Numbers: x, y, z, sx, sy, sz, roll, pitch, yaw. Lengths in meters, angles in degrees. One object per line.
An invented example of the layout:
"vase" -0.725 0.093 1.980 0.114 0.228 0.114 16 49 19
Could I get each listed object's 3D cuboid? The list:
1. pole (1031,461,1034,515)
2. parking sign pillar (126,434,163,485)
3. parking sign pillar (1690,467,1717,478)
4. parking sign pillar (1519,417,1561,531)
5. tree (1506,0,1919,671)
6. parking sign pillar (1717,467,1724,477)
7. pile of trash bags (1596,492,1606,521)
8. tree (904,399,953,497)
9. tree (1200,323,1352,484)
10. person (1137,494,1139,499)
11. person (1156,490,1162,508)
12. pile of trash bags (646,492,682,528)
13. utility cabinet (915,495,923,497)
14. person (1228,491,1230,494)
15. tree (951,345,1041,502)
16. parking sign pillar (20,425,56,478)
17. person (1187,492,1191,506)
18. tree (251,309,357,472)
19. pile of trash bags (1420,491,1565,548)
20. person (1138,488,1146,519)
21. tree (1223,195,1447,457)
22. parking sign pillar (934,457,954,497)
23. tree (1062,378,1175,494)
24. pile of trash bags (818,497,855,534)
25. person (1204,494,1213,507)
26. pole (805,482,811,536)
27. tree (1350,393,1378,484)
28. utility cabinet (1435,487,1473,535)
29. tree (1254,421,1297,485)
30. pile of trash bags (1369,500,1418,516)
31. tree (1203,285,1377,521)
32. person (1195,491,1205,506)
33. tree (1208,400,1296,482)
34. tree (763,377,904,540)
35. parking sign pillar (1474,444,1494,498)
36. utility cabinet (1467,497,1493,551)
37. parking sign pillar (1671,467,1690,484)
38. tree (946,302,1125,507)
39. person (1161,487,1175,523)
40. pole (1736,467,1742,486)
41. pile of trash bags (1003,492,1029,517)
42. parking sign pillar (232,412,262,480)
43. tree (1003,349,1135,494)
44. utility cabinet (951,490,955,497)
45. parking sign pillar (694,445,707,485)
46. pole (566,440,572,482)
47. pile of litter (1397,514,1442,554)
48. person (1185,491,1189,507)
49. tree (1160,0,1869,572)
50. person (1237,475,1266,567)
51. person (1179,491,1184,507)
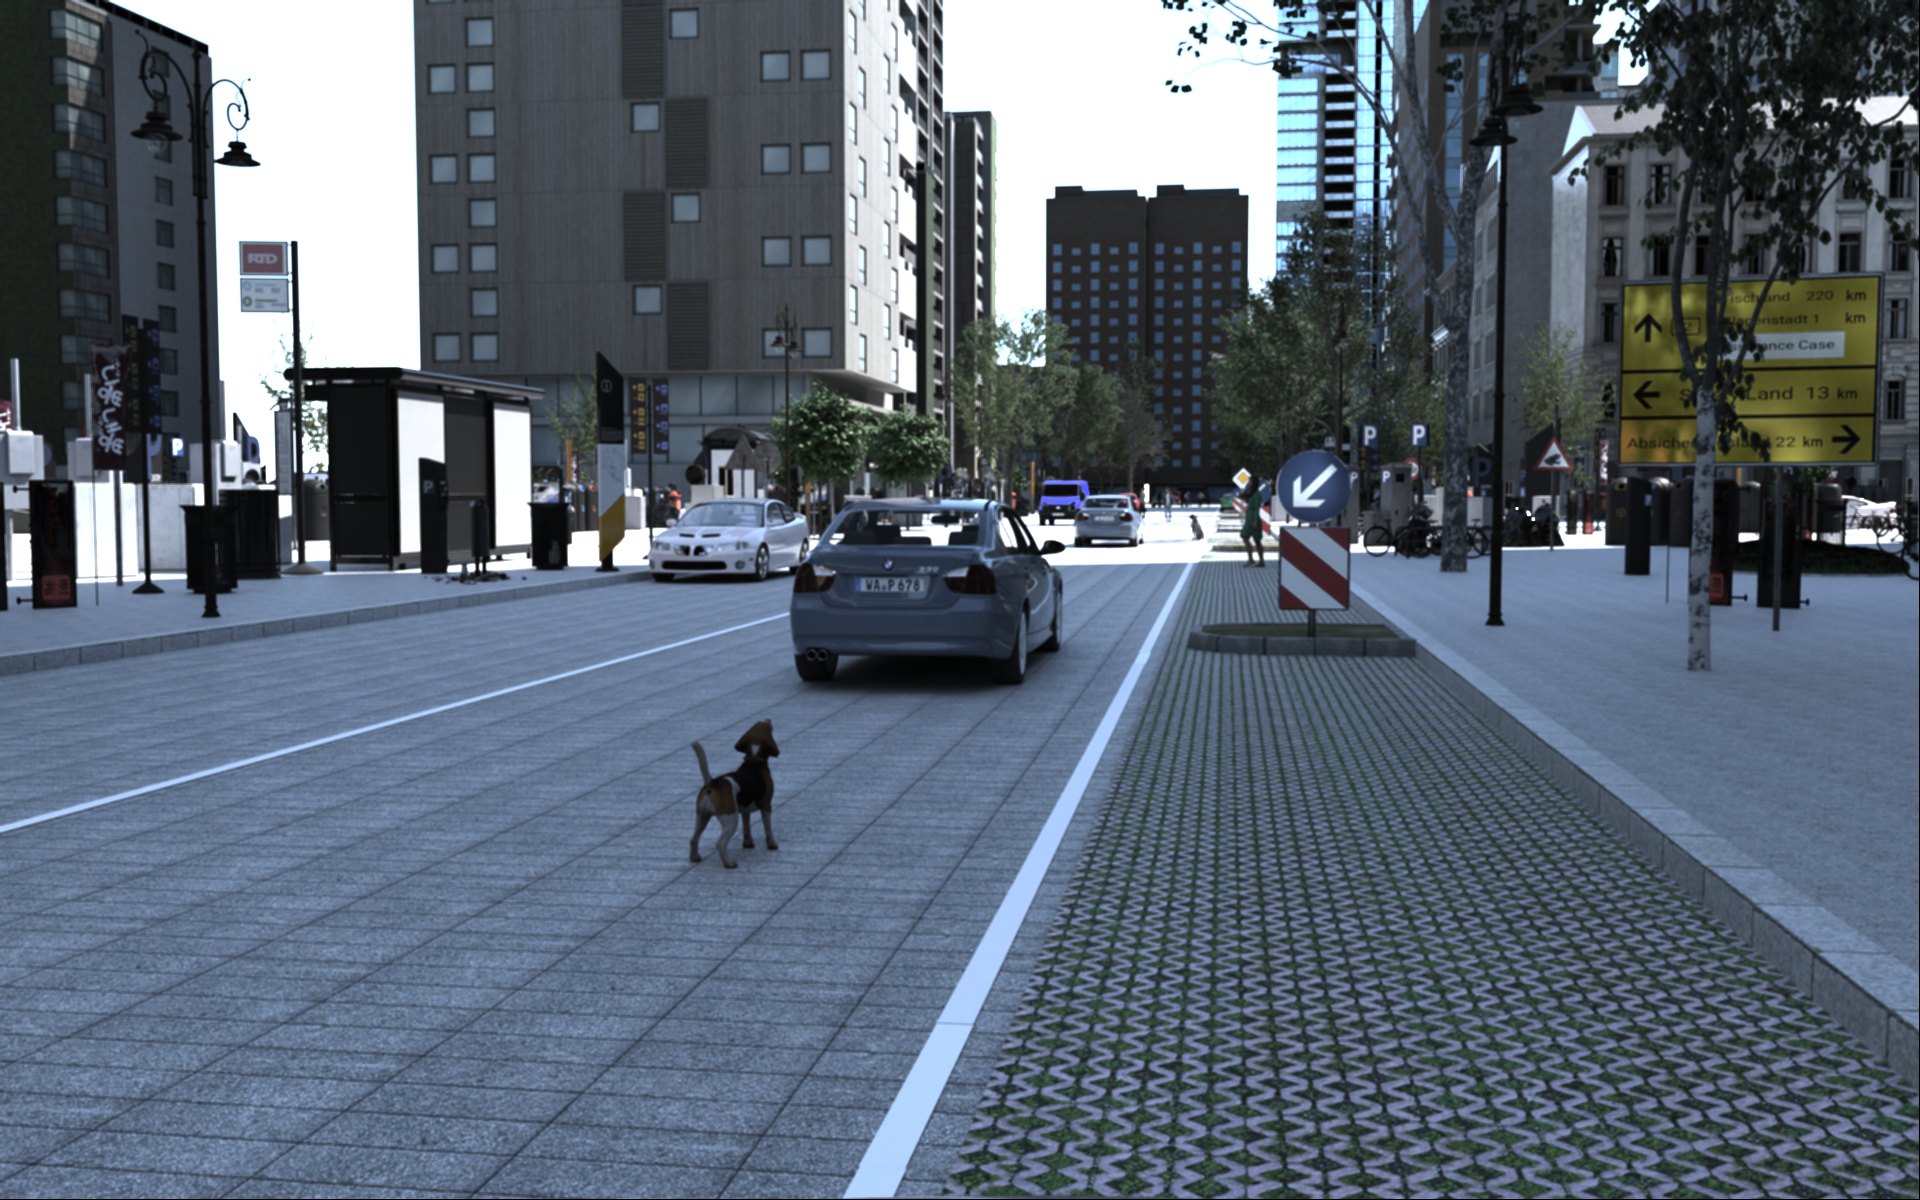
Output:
"pole" 4.536 -6.994 108.199 0.158 3.312 0.155 0 3 0
"parking sign pillar" -19.829 -3.281 42.122 1.447 3.967 1.447 0 4 -6
"parking sign pillar" 54.560 -8.514 127.676 1.447 3.967 1.447 0 4 1
"parking sign pillar" 20.266 -4.407 60.528 1.447 3.967 1.447 -1 4 -12
"tree" 5.619 -3.790 12.326 4.360 8.622 3.978 0 3 0
"parking sign pillar" 60.983 -9.232 139.423 1.447 3.967 1.447 -2 4 -34
"pile of trash bags" 31.710 -4.415 81.940 1.912 1.369 3.447 -3 5 -40
"tree" -1.892 -4.670 60.063 4.285 4.588 4.351 0 3 0
"tree" 20.931 -12.656 113.573 9.857 13.997 8.962 0 3 0
"person" 15.614 -8.573 151.920 0.557 1.426 1.065 -1 4 -9
"person" 20.701 -10.487 179.992 0.705 1.821 1.348 -1 4 -16
"pile of trash bags" -11.463 -3.449 66.140 1.912 1.369 3.447 1 4 13
"utility cabinet" -2.229 -5.028 93.369 0.306 1.237 1.020 1 4 14
"person" 30.674 -11.560 197.520 1.348 1.823 0.705 2 4 28
"tree" 1.810 -8.219 84.735 4.737 8.622 4.395 0 3 0
"parking sign pillar" -34.234 -4.627 64.126 1.447 3.967 1.447 3 5 45
"person" 26.721 -11.804 202.418 0.530 1.710 0.541 -1 4 -14
"tree" -25.637 -7.203 68.131 4.737 8.622 4.395 0 3 0
"pile of trash bags" 13.435 -2.048 43.235 1.912 1.369 3.447 -1 4 -23
"person" 10.401 -5.522 98.969 0.473 1.802 0.592 3 5 42
"tree" 11.749 -7.343 54.473 7.601 10.594 8.767 1 4 19
"parking sign pillar" -1.031 -7.494 111.006 1.447 3.967 1.447 -2 4 -31
"tree" 15.839 -16.495 180.060 12.009 13.543 11.850 0 3 0
"pile of trash bags" -4.227 -2.837 56.133 1.912 1.369 3.447 1 4 16
"person" 27.757 -11.111 193.429 1.065 1.426 0.557 0 4 -4
"pole" -4.626 -3.598 52.678 0.158 3.312 0.155 0 3 0
"tree" 29.748 -10.440 121.052 4.737 8.622 4.395 0 3 0
"utility cabinet" 15.489 -2.792 54.330 1.173 1.500 0.318 -1 4 -18
"tree" 23.274 -10.940 129.230 4.737 8.622 4.395 0 3 0
"pile of trash bags" 14.566 -2.927 57.604 1.912 1.369 3.447 0 4 2
"tree" 17.889 -10.140 91.547 9.928 11.665 9.643 0 3 0
"person" 27.698 -11.702 199.805 1.348 1.826 0.705 3 5 41
"tree" 29.188 -15.315 167.412 9.611 12.733 9.660 0 3 0
"tree" -3.841 -3.974 48.689 4.285 4.588 4.351 0 3 0
"parking sign pillar" 27.950 -6.332 91.996 1.447 3.967 1.447 -2 4 -35
"utility cabinet" 11.777 -1.724 39.353 0.306 1.237 1.020 -1 4 -10
"parking sign pillar" 47.663 -7.808 116.129 1.447 3.967 1.447 -2 4 -30
"tree" 2.822 -10.229 93.006 9.928 11.665 9.643 0 3 0
"person" 10.330 -4.729 86.173 0.623 1.781 0.721 -1 4 -14
"pole" 34.374 -5.052 76.449 0.158 3.312 0.155 0 3 0
"pile of trash bags" 2.947 -5.353 97.275 1.912 1.369 3.447 0 4 1
"parking sign pillar" -23.613 -4.217 57.419 1.447 3.967 1.447 0 4 -1
"tree" 6.434 -10.898 112.596 8.767 10.594 7.601 2 4 24
"utility cabinet" -0.122 -5.957 106.083 0.318 1.500 1.173 -3 4 -38
"parking sign pillar" -13.958 -6.481 94.438 1.447 3.967 1.447 -3 5 -43
"pole" -14.680 -4.357 65.073 0.158 3.312 0.155 0 3 0
"pile of litter" 10.195 -1.451 37.688 1.719 0.858 1.176 -2 4 -30
"person" 25.565 -11.379 195.269 0.721 1.735 1.217 2 4 27
"tree" 8.332 -10.621 29.535 12.611 20.169 13.585 0 3 0
"person" 5.725 -1.526 33.692 0.529 1.795 0.600 -1 4 -15
"person" 24.344 -11.077 190.437 0.721 1.723 1.217 -1 4 -17
